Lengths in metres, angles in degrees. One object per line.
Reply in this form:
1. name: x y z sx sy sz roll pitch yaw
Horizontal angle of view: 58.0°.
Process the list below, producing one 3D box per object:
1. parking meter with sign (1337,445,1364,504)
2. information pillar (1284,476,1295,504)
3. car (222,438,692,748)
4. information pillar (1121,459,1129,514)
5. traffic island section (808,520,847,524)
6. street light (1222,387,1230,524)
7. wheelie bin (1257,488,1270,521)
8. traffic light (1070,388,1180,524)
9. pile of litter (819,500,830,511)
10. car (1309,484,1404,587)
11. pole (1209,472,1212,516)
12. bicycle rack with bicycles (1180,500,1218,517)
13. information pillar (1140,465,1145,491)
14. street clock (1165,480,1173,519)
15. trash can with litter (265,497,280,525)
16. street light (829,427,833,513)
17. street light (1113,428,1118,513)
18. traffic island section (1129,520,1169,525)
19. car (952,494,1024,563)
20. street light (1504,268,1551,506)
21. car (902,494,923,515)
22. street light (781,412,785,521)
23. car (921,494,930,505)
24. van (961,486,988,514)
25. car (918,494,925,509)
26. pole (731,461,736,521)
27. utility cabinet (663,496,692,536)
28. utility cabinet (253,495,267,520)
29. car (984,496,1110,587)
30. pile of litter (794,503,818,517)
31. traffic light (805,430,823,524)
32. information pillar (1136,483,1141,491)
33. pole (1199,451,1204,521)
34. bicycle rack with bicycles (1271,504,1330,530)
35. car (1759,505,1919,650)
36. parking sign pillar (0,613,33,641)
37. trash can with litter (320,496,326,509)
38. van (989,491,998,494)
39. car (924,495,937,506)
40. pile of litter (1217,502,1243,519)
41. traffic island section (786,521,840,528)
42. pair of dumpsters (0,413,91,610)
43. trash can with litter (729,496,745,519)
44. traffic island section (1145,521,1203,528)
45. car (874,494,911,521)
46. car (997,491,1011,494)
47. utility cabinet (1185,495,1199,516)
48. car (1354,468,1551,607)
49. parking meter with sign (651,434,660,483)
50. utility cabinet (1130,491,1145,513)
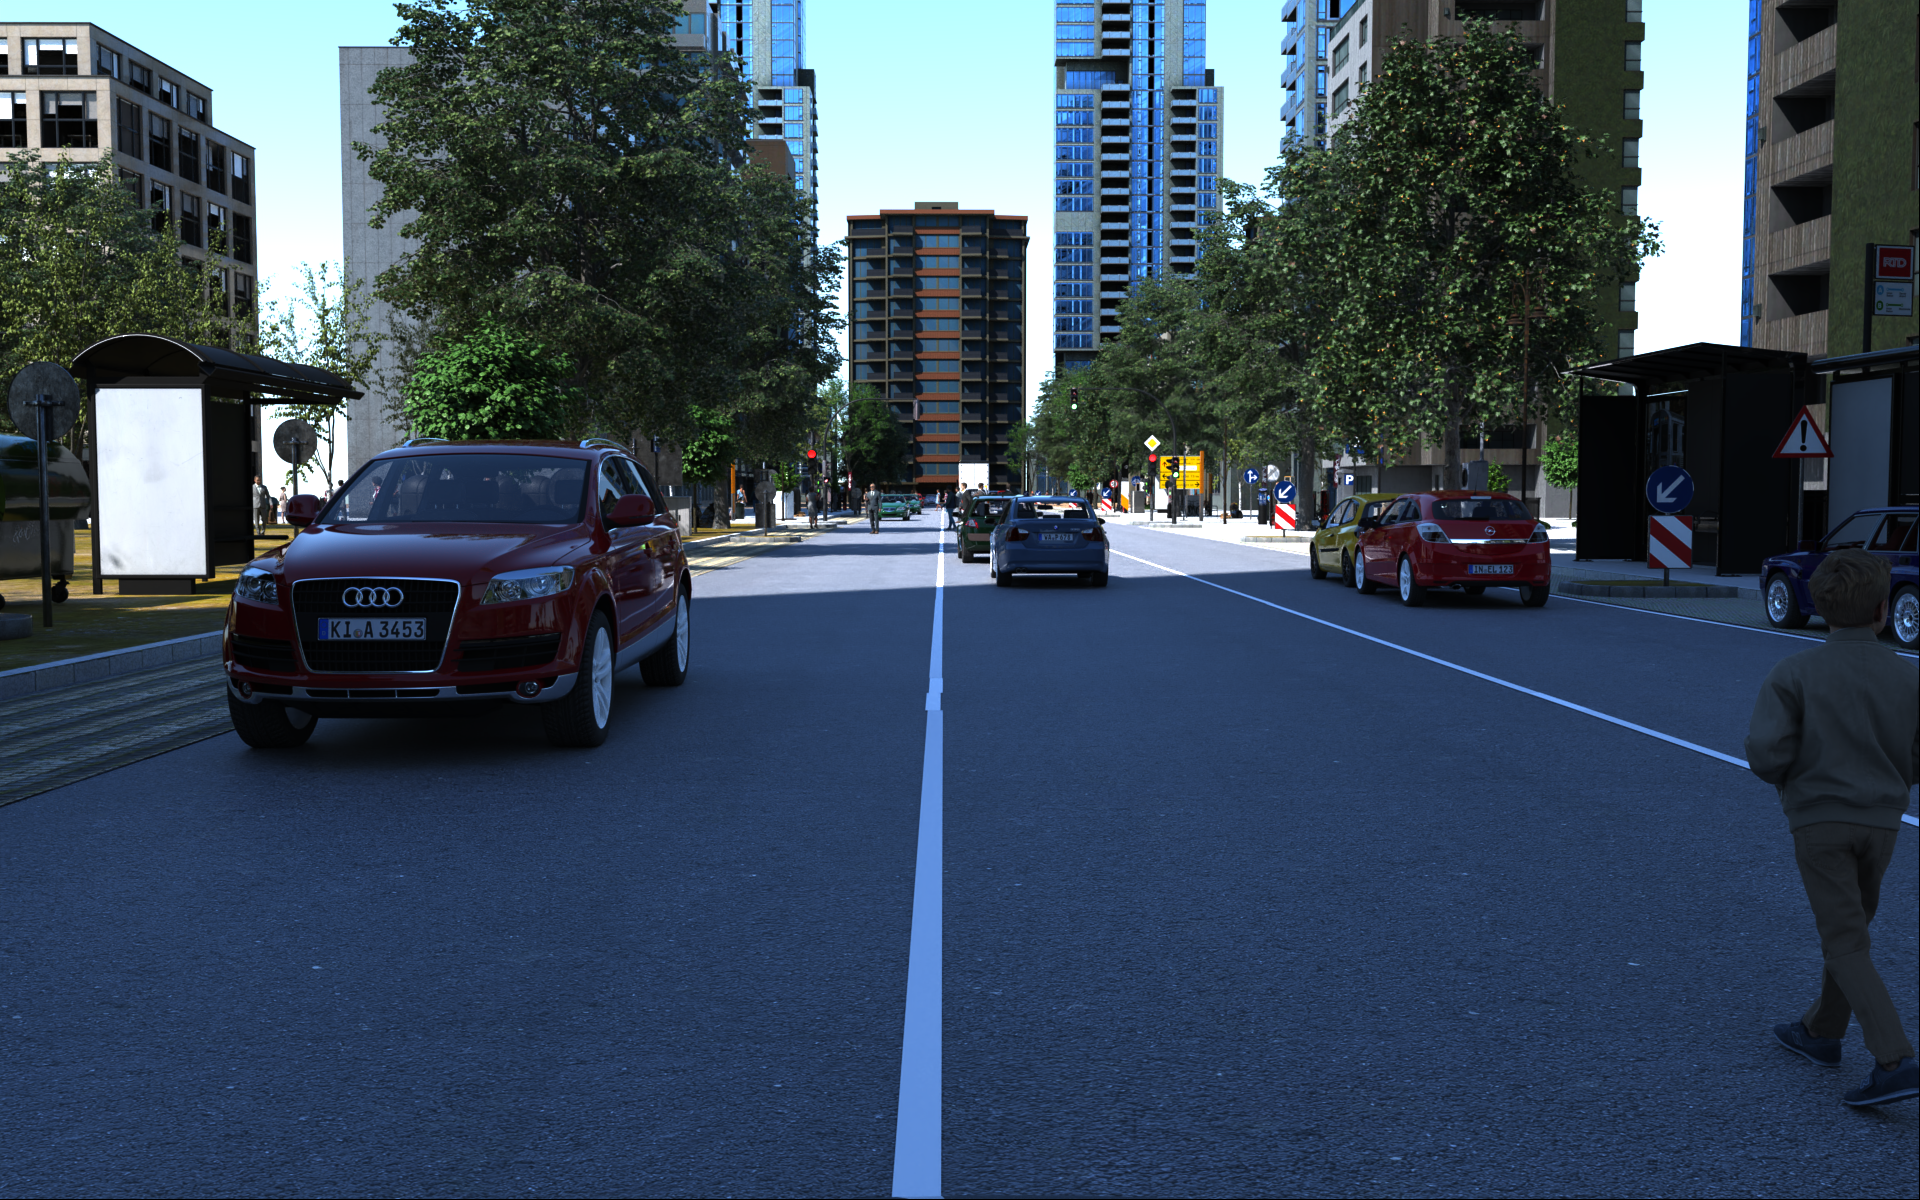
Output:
1. parking meter with sign: 11.665 -3.418 52.147 0.543 3.016 1.738 0 4 -1
2. information pillar: 13.645 -4.114 71.761 0.304 2.012 0.304 3 5 44
3. car: -3.054 -0.171 11.473 2.281 1.827 5.304 0 4 -1
4. information pillar: 10.868 -7.500 113.985 0.504 3.616 0.183 0 4 0
5. traffic island section: -6.409 -3.664 82.186 2.009 0.180 2.903 0 4 -1
6. street light: 11.239 -6.146 73.270 0.468 5.910 1.993 0 4 -1
7. wheelie bin: 14.746 -4.622 83.475 0.693 1.594 0.980 -2 4 -31
8. traffic light: 7.076 -6.079 74.067 4.771 5.953 1.251 0 4 -1
9. pile of litter: -10.830 -7.313 133.537 1.719 0.858 1.176 2 4 24
10. car: 6.782 -1.088 28.005 2.015 1.641 3.980 0 4 1
11. pole: 14.817 -6.641 102.423 0.158 3.312 0.155 0 3 0
12. bicycle rack with bicycles: 13.612 -5.284 99.769 2.852 0.926 2.925 -1 4 -9
13. information pillar: 12.433 -7.752 118.095 0.183 3.616 0.504 -2 4 -25
14. street clock: 10.971 -5.266 90.668 0.471 2.002 0.358 -2 4 -34
15. trash can with litter: -29.028 -3.781 73.204 0.624 1.170 1.055 -2 4 -26
16. street light: -8.906 -9.003 119.991 0.468 5.910 1.993 0 4 -1
17. street light: 10.668 -8.961 119.308 0.468 5.910 1.993 0 4 -1
18. traffic island section: 9.131 -3.673 82.327 2.009 0.180 2.903 0 4 -1
19. car: 0.839 -1.687 37.368 2.009 1.686 4.222 0 4 -2
20. street light: 11.604 -3.839 35.555 0.468 5.910 1.993 0 4 -1
21. car: -3.637 -6.709 121.487 2.131 1.459 4.920 0 4 -2
22. street light: -8.420 -6.697 82.276 0.468 5.910 1.993 0 4 -1
23. car: -4.759 -13.003 222.381 2.009 1.686 4.222 0 4 -1
24. van: 0.849 -5.485 96.695 2.013 2.044 4.112 0 3 0
25. car: -4.527 -10.040 173.194 2.155 1.783 4.494 0 4 0
26. pole: -10.907 -5.472 83.303 0.158 3.312 0.155 0 3 0
27. utility cabinet: -8.764 -2.567 53.136 1.020 1.237 0.306 0 4 5
28. utility cabinet: -34.084 -4.589 83.713 1.173 1.500 0.318 0 4 -8
29. car: 1.406 -0.987 28.138 2.014 1.417 4.499 0 4 -1
30. pile of litter: -9.199 -5.128 97.802 1.176 0.858 1.719 3 5 44
31. traffic light: -6.294 -5.208 74.067 0.839 4.253 0.868 0 4 -1
32. information pillar: 12.080 -6.904 117.366 0.304 2.012 0.304 1 4 14
33. pole: 11.414 -5.380 81.813 0.158 3.312 0.155 0 3 0
34. bicycle rack with bicycles: 12.592 -3.023 62.803 2.925 0.926 2.852 0 4 -5
35. car: 9.526 -0.281 17.174 1.945 1.354 3.894 0 4 0
36. parking sign pillar: -9.054 -1.639 15.266 1.447 3.967 1.447 -2 4 -27
37. trash can with litter: -30.288 -4.437 83.594 1.678 1.210 2.233 2 4 28
38. van: 4.060 -12.748 215.442 2.013 2.044 4.112 0 4 -2
39. car: -3.563 -12.492 216.605 2.083 1.381 4.827 0 4 0
40. pile of litter: 14.049 -4.665 90.243 1.719 0.858 1.176 -2 4 -27
41. traffic island section: -6.334 -3.176 74.201 2.009 0.180 2.903 0 4 -1
42. pair of dumpsters: -10.996 -0.967 18.307 1.574 2.255 4.437 0 4 -1
43. trash can with litter: -11.448 -4.692 88.106 1.055 1.170 0.624 0 4 4
44. traffic island section: 9.207 -3.184 74.343 2.009 0.180 2.903 0 4 -1
45. car: -3.687 -5.011 93.720 2.131 1.459 4.920 0 4 1
46. car: 4.783 -10.861 186.247 2.281 1.827 5.304 0 4 1
47. utility cabinet: 13.767 -5.554 101.969 1.020 1.237 0.306 0 4 -7
48. car: 6.586 -0.886 23.519 2.155 1.783 4.494 0 4 1
49. parking meter with sign: -9.554 -3.283 49.938 1.738 3.016 0.543 1 4 11
50. utility cabinet: 11.773 -6.486 114.733 0.318 1.500 1.173 3 5 43
